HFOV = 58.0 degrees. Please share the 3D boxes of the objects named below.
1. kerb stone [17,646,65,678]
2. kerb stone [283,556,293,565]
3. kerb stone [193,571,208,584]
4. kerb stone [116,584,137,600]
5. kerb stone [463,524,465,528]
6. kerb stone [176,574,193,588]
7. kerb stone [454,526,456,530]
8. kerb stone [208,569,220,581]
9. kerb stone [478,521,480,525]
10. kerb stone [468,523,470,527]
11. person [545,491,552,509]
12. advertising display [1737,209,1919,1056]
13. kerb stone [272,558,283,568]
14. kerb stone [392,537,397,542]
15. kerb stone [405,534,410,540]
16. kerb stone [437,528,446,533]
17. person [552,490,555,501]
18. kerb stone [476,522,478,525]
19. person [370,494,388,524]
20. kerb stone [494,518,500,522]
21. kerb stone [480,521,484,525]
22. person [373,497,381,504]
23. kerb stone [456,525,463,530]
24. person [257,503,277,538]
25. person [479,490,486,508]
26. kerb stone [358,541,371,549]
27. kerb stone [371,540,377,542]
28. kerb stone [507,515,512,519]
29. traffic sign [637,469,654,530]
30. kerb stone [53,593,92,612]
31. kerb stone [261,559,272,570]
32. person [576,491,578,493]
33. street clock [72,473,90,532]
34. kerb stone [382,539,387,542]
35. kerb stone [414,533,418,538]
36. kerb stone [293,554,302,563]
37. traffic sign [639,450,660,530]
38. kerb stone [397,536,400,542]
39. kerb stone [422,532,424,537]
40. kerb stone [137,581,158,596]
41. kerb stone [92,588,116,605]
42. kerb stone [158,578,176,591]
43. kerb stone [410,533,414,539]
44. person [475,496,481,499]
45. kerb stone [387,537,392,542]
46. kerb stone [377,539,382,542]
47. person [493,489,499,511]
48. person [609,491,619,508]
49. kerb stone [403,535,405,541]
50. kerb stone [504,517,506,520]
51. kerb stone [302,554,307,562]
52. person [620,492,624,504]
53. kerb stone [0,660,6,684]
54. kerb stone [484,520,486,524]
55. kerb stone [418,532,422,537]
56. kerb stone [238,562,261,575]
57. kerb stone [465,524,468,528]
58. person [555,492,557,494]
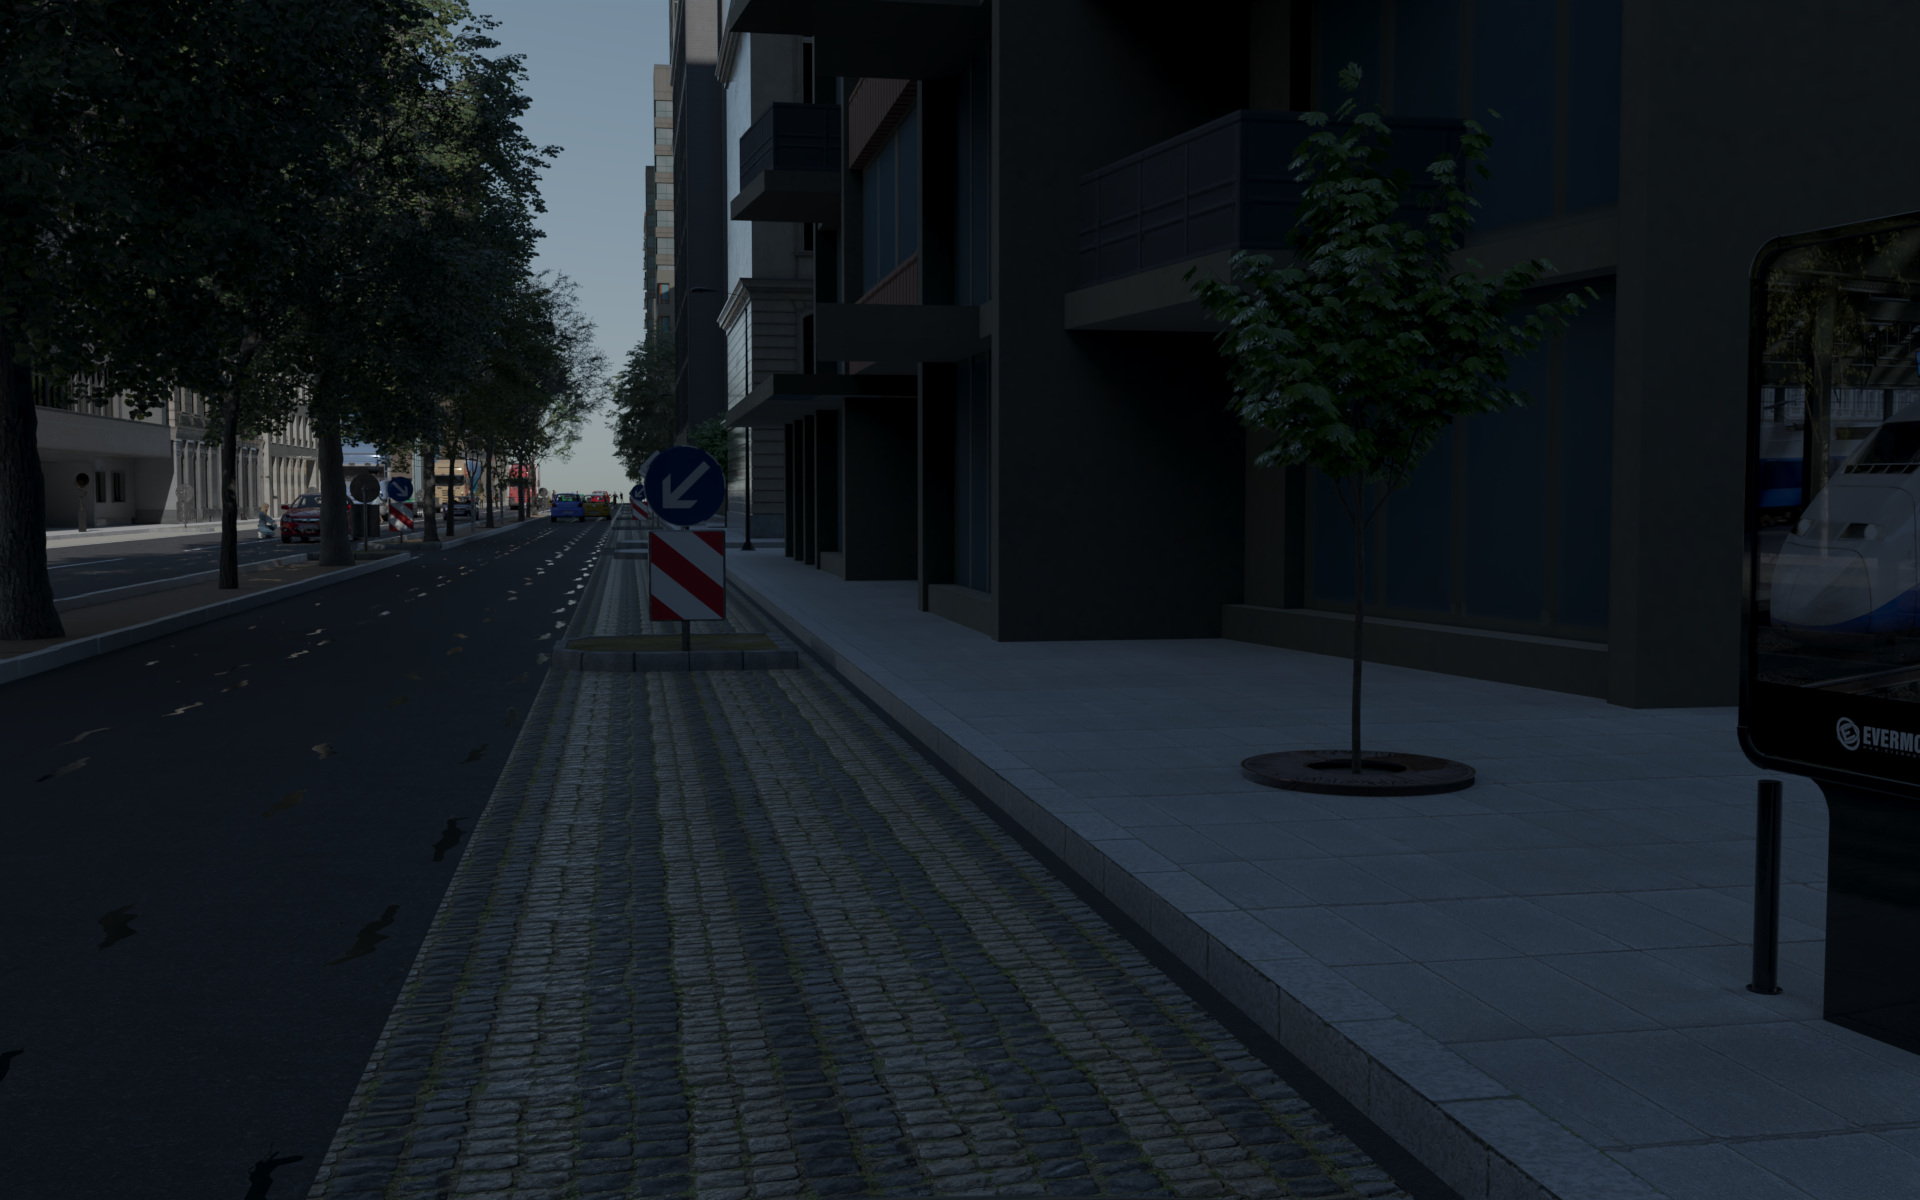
[{"bbox_3d":[-7.460,0.511,13.952,0.120,0.150,1.000,-1,4,-11],"label":"kerb stone"},{"bbox_3d":[-13.580,-0.761,34.694,0.120,0.150,1.000,-1,4,-11],"label":"kerb stone"},{"bbox_3d":[-12.223,-0.333,27.642,0.120,0.150,1.000,-1,4,-11],"label":"kerb stone"},{"bbox_3d":[-11.454,-0.086,23.610,0.120,0.150,1.000,-1,4,-11],"label":"kerb stone"},{"bbox_3d":[-20.630,-3.013,71.480,0.120,0.150,1.000,-1,4,-11],"label":"kerb stone"},{"bbox_3d":[-12.024,-0.264,26.640,0.120,0.150,1.000,-1,4,-11],"label":"kerb stone"},{"bbox_3d":[-19.855,-2.768,67.459,0.120,0.150,1.000,-1,4,-11],"label":"kerb stone"},{"bbox_3d":[-12.411,-0.395,28.647,0.120,0.150,1.000,-1,4,-11],"label":"kerb stone"},{"bbox_3d":[-21.984,-3.441,78.524,0.120,0.150,1.000,-1,4,-11],"label":"kerb stone"},{"bbox_3d":[-21.011,-3.135,73.492,0.120,0.150,1.000,-1,4,-11],"label":"kerb stone"},{"bbox_3d":[-39.224,-9.548,165.343,1.217,1.736,0.721,-1,4,-12],"label":"person"},{"bbox_3d":[2.207,0.074,4.010,0.123,1.923,0.974,-1,4,-17],"label":"advertising display"},{"bbox_3d":[-13.387,-0.703,33.690,0.120,0.150,1.000,-1,4,-11],"label":"kerb stone"},{"bbox_3d":[-16.571,-1.717,50.324,0.120,0.150,1.000,-1,4,-11],"label":"kerb stone"},{"bbox_3d":[-17.152,-1.905,53.353,0.120,0.150,1.000,-1,4,-11],"label":"kerb stone"},{"bbox_3d":[-19.283,-2.584,64.441,0.120,0.150,1.000,-1,4,-11],"label":"kerb stone"},{"bbox_3d":[-37.050,-9.150,158.126,0.705,1.821,1.348,0,3,0],"label":"person"},{"bbox_3d":[-21.782,-3.383,77.508,0.120,0.150,1.000,-1,4,-11],"label":"kerb stone"},{"bbox_3d":[-27.250,-4.476,81.907,1.509,1.804,0.699,-2,4,-24],"label":"person"},{"bbox_3d":[-24.684,-4.308,92.631,0.120,0.150,1.000,-1,4,-11],"label":"kerb stone"},{"bbox_3d":[-22.359,-3.568,80.534,0.120,0.150,1.000,-1,4,-11],"label":"kerb stone"},{"bbox_3d":[-27.210,-4.302,80.651,0.330,1.601,0.589,1,4,16],"label":"person"},{"bbox_3d":[-20.435,-2.948,70.472,0.120,0.150,1.000,-1,4,-11],"label":"kerb stone"},{"bbox_3d":[-22.591,-2.611,56.688,0.738,1.151,1.012,0,4,-7],"label":"person"},{"bbox_3d":[-49.532,-10.436,179.227,1.348,1.812,0.705,1,4,9],"label":"person"},{"bbox_3d":[-15.612,-1.412,45.290,0.120,0.150,1.000,-1,4,-11],"label":"kerb stone"},{"bbox_3d":[-15.801,-1.465,46.298,0.120,0.150,1.000,-1,4,-11],"label":"kerb stone"},{"bbox_3d":[-26.033,-4.739,99.671,0.120,0.150,1.000,-1,4,-11],"label":"kerb stone"},{"bbox_3d":[-8.324,-2.646,46.902,0.795,2.450,0.064,-1,4,-11],"label":"traffic sign"},{"bbox_3d":[-11.074,0.048,21.601,0.120,0.150,1.000,-1,4,-11],"label":"kerb stone"},{"bbox_3d":[-13.189,-0.641,32.671,0.120,0.150,1.000,-1,4,-11],"label":"kerb stone"},{"bbox_3d":[-35.600,-9.281,160.958,1.217,1.735,0.721,0,4,8],"label":"person"},{"bbox_3d":[-29.592,-3.289,58.350,0.358,2.002,0.471,3,4,37],"label":"street clock"},{"bbox_3d":[-16.184,-1.597,48.309,0.120,0.150,1.000,-1,4,-11],"label":"kerb stone"},{"bbox_3d":[-17.534,-2.026,55.367,0.120,0.150,1.000,-1,4,-11],"label":"kerb stone"},{"bbox_3d":[-13.776,-0.826,35.702,0.120,0.150,1.000,-1,4,-11],"label":"kerb stone"},{"bbox_3d":[-6.821,-2.166,39.059,0.795,2.450,0.064,-1,4,-11],"label":"traffic sign"},{"bbox_3d":[-16.769,-1.782,51.332,0.120,0.150,1.000,-1,4,-11],"label":"kerb stone"},{"bbox_3d":[-17.926,-2.152,57.385,0.120,0.150,1.000,-1,4,-11],"label":"kerb stone"},{"bbox_3d":[-11.643,-0.148,24.621,0.120,0.150,1.000,-1,4,-11],"label":"kerb stone"},{"bbox_3d":[-11.261,-0.025,22.606,0.120,0.150,1.000,-1,4,-11],"label":"kerb stone"},{"bbox_3d":[-11.838,-0.209,25.634,0.120,0.150,1.000,-1,4,-11],"label":"kerb stone"},{"bbox_3d":[-17.346,-1.967,54.356,0.120,0.150,1.000,-1,4,-11],"label":"kerb stone"},{"bbox_3d":[-46.570,-9.665,166.604,1.350,1.814,0.705,3,5,39],"label":"person"},{"bbox_3d":[-16.378,-1.656,49.320,0.120,0.150,1.000,-1,4,-11],"label":"kerb stone"},{"bbox_3d":[-15.996,-1.531,47.305,0.120,0.150,1.000,-1,4,-11],"label":"kerb stone"},{"bbox_3d":[-39.536,-8.531,147.620,0.705,1.869,1.348,-2,4,-28],"label":"person"},{"bbox_3d":[-34.713,-10.072,173.909,0.721,1.736,1.217,3,4,39],"label":"person"},{"bbox_3d":[-16.961,-1.844,52.339,0.120,0.150,1.000,-1,4,-11],"label":"kerb stone"},{"bbox_3d":[-25.065,-4.431,94.643,0.120,0.150,1.000,-1,4,-11],"label":"kerb stone"},{"bbox_3d":[-13.961,-0.888,36.711,0.120,0.150,1.000,-1,4,-11],"label":"kerb stone"},{"bbox_3d":[-47.881,-14.436,244.979,0.683,1.767,0.568,1,4,12],"label":"person"},{"bbox_3d":[-7.276,0.566,12.947,0.120,0.150,1.000,-1,4,-11],"label":"kerb stone"},{"bbox_3d":[-22.554,-3.625,81.537,0.120,0.150,1.000,-1,4,-11],"label":"kerb stone"},{"bbox_3d":[-17.733,-2.090,56.375,0.120,0.150,1.000,-1,4,-11],"label":"kerb stone"},{"bbox_3d":[-12.998,-0.579,31.663,0.120,0.150,1.000,-1,4,-11],"label":"kerb stone"},{"bbox_3d":[-20.816,-3.075,72.488,0.120,0.150,1.000,-1,4,-11],"label":"kerb stone"},{"bbox_3d":[-57.651,-14.526,246.514,0.721,1.766,1.217,-1,4,-8],"label":"person"}]
